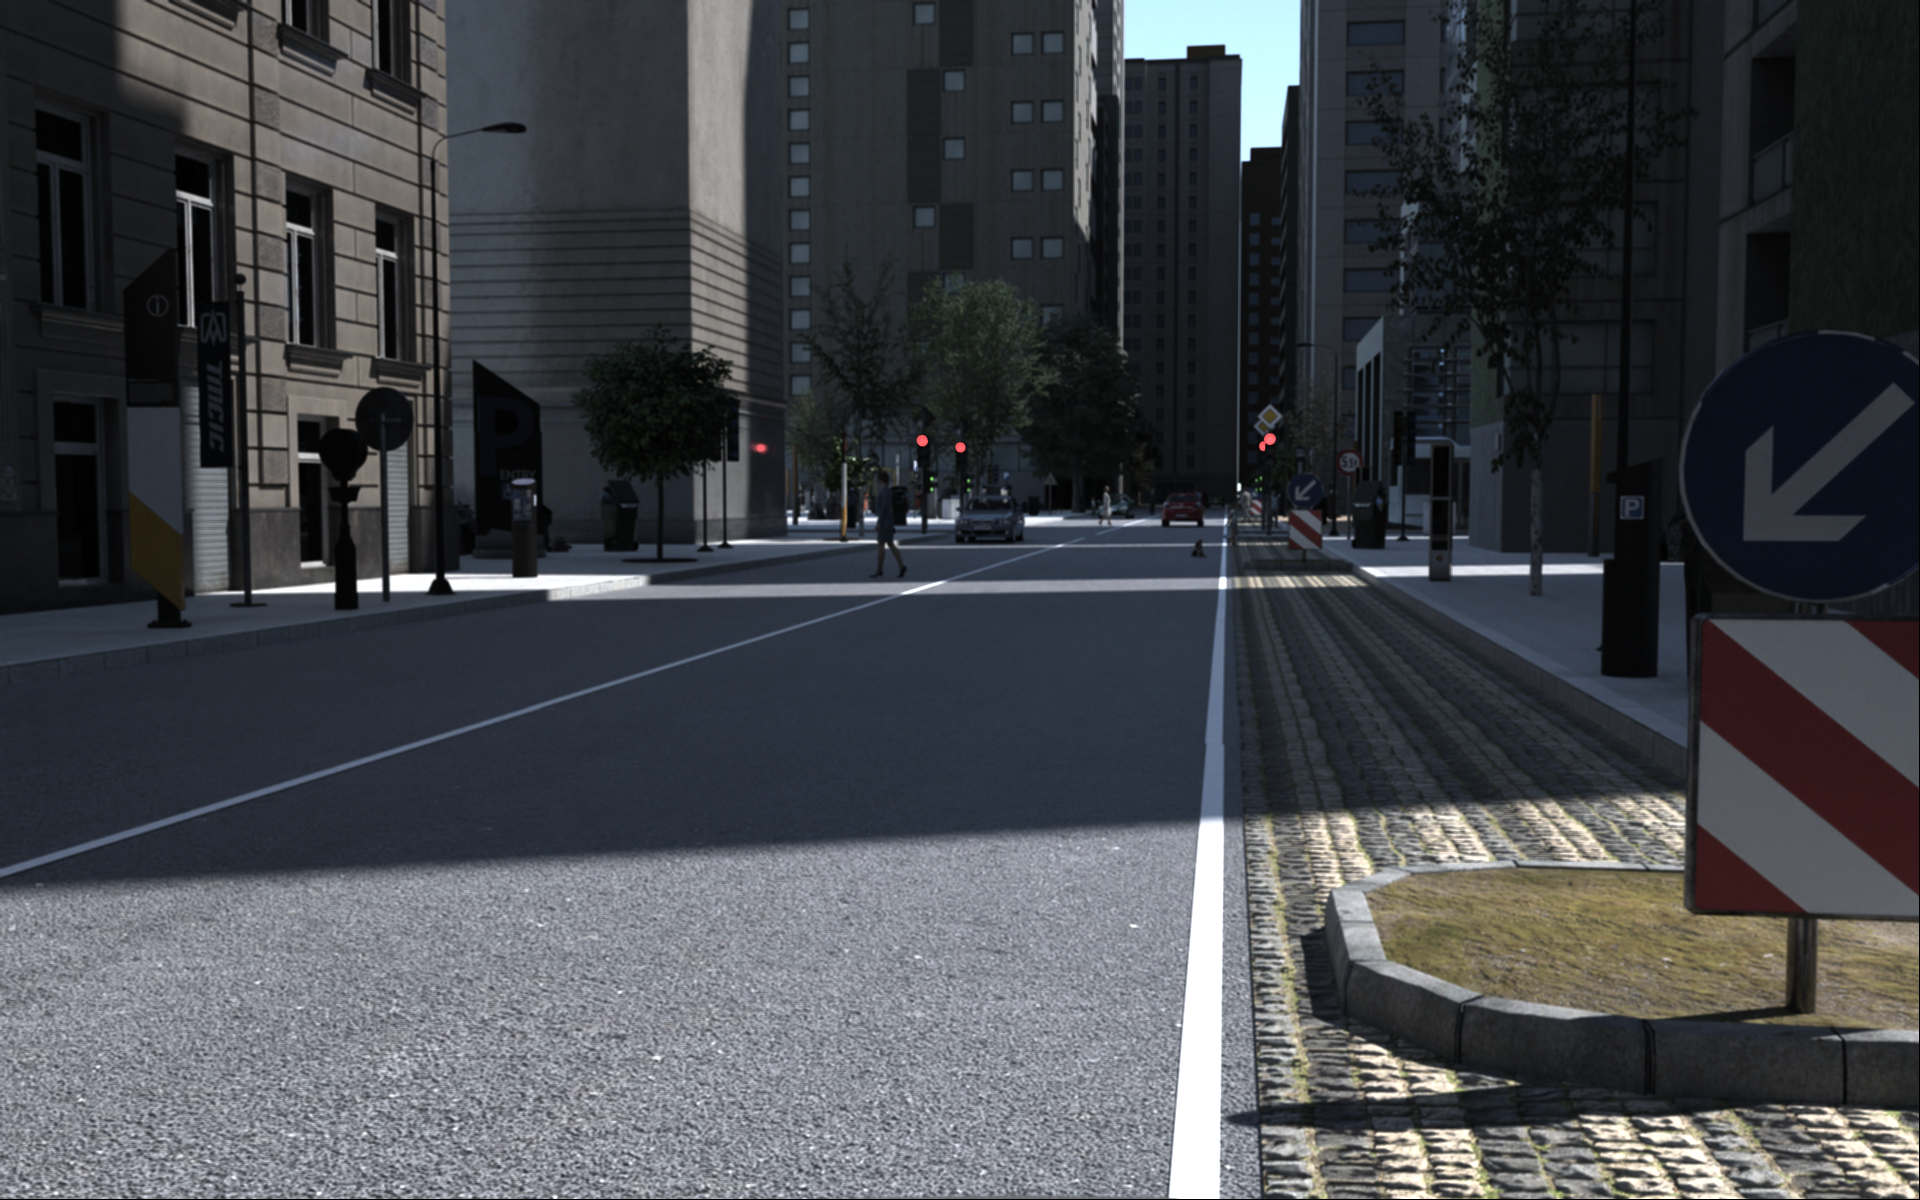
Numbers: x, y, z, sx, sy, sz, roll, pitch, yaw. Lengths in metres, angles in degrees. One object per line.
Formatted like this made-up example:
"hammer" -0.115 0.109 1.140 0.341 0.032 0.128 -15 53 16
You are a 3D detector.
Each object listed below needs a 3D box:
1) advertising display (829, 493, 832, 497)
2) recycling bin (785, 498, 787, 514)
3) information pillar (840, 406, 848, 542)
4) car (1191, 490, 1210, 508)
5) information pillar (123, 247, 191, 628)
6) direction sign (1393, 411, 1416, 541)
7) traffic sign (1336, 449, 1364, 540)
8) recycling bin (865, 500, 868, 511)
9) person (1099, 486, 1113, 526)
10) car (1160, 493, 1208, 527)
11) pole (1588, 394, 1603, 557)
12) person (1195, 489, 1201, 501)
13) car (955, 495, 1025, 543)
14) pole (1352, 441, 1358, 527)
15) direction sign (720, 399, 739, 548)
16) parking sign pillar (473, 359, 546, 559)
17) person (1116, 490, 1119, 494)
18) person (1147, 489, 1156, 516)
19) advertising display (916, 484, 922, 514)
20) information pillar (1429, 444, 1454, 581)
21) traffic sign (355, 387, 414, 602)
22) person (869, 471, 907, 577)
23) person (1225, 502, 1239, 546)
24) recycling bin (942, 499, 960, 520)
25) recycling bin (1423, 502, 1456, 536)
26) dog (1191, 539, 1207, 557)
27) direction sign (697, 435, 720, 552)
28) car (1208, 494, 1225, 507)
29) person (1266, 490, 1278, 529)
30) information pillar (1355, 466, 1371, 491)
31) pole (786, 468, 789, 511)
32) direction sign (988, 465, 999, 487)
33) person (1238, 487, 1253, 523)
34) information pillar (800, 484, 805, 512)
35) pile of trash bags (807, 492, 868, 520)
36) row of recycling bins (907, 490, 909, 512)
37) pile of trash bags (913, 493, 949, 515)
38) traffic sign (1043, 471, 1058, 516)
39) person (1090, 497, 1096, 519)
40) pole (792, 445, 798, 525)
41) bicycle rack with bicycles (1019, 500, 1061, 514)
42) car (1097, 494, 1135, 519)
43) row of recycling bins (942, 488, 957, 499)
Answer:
"advertising display" -9.232 -7.216 123.190 0.123 1.923 0.974 -1 4 -8
"recycling bin" -11.581 -6.043 111.349 0.722 1.027 0.722 1 4 13
"information pillar" -3.105 -3.368 46.414 0.183 3.616 0.504 0 4 2
"car" 24.195 -10.224 175.830 2.281 1.827 5.304 1 4 9
"information pillar" -7.679 -1.540 16.536 0.504 3.616 0.183 0 3 0
"direction sign" 12.164 -3.392 47.460 0.876 3.537 0.379 -3 4 -36
"traffic sign" 10.915 -2.963 48.554 0.768 2.556 0.104 1 4 18
"recycling bin" -7.281 -7.118 128.930 0.722 1.027 0.722 -2 4 -29
"person" 6.584 -4.246 78.279 0.624 1.780 0.694 1 4 19
"car" 9.947 -4.163 77.103 2.155 1.783 4.494 1 4 9
"pole" 12.977 -2.540 35.372 0.158 3.312 0.155 0 3 0
"person" 18.127 -7.541 131.813 0.660 1.820 0.620 3 4 38
"car" 0.938 -2.468 52.361 2.014 1.417 4.499 0 4 8
"pole" 15.242 -4.464 66.832 0.158 3.312 0.155 0 3 0
"direction sign" -5.602 -3.009 41.188 0.379 3.537 0.876 3 5 43
"parking sign pillar" -9.091 -2.837 34.853 1.447 3.967 1.447 -1 4 -20
"person" 12.457 -7.802 136.402 0.599 1.781 0.374 0 4 8
"person" 12.642 -6.434 114.125 0.576 1.772 0.534 -1 4 -18
"advertising display" -2.517 -6.688 114.558 0.123 1.923 0.974 3 5 45
"information pillar" 7.105 -1.289 25.561 0.304 2.012 0.304 1 4 21
"traffic sign" -6.861 -1.256 20.634 0.768 2.556 0.104 1 4 12
"person" -1.246 -1.298 29.738 0.654 1.822 0.581 2 4 30
"person" 7.588 -2.125 48.259 0.382 1.210 0.505 1 4 14
"recycling bin" -0.415 -4.544 86.848 0.722 1.027 0.722 -3 4 -36
"recycling bin" 14.770 -2.496 53.356 0.722 1.027 0.722 -2 4 -35
"dog" 5.505 -1.180 39.479 0.550 0.427 0.748 3 4 36
"direction sign" -5.688 -2.848 38.570 0.379 3.537 0.876 -1 4 -20
"car" 28.151 -11.106 190.374 1.959 1.807 4.718 1 4 9
"person" 12.297 -3.528 67.990 0.589 1.601 0.330 -1 4 -22
"information pillar" 10.614 -2.520 45.688 0.304 2.012 0.304 -1 4 -20
"pole" -13.434 -8.622 134.820 0.158 3.312 0.155 0 3 0
"direction sign" 2.594 -8.744 134.959 0.876 3.537 0.379 2 4 23
"person" 14.001 -4.649 84.791 0.678 1.792 0.850 -3 5 -40
"information pillar" -11.410 -7.389 125.297 0.304 2.012 0.304 -2 4 -27
"pile of trash bags" -5.866 -4.675 86.184 1.912 1.369 3.447 3 5 41
"row of recycling bins" -4.109 -6.945 120.663 1.069 1.692 3.534 0 4 3
"pile of trash bags" -1.786 -5.922 106.571 1.912 1.369 3.447 2 4 33
"traffic sign" 5.192 -6.093 99.617 0.884 2.594 0.081 1 4 13
"person" 7.763 -5.370 100.980 0.332 1.250 0.352 -2 4 -27
"pole" -6.882 -4.797 72.269 0.158 3.312 0.155 0 3 0
"bicycle rack with bicycles" 5.127 -6.008 111.610 2.925 0.926 2.852 -1 4 -22
"car" 9.133 -5.452 100.936 2.131 1.459 4.920 1 4 10
"row of recycling bins" -0.754 -6.784 118.033 1.069 1.692 3.534 0 4 -3
